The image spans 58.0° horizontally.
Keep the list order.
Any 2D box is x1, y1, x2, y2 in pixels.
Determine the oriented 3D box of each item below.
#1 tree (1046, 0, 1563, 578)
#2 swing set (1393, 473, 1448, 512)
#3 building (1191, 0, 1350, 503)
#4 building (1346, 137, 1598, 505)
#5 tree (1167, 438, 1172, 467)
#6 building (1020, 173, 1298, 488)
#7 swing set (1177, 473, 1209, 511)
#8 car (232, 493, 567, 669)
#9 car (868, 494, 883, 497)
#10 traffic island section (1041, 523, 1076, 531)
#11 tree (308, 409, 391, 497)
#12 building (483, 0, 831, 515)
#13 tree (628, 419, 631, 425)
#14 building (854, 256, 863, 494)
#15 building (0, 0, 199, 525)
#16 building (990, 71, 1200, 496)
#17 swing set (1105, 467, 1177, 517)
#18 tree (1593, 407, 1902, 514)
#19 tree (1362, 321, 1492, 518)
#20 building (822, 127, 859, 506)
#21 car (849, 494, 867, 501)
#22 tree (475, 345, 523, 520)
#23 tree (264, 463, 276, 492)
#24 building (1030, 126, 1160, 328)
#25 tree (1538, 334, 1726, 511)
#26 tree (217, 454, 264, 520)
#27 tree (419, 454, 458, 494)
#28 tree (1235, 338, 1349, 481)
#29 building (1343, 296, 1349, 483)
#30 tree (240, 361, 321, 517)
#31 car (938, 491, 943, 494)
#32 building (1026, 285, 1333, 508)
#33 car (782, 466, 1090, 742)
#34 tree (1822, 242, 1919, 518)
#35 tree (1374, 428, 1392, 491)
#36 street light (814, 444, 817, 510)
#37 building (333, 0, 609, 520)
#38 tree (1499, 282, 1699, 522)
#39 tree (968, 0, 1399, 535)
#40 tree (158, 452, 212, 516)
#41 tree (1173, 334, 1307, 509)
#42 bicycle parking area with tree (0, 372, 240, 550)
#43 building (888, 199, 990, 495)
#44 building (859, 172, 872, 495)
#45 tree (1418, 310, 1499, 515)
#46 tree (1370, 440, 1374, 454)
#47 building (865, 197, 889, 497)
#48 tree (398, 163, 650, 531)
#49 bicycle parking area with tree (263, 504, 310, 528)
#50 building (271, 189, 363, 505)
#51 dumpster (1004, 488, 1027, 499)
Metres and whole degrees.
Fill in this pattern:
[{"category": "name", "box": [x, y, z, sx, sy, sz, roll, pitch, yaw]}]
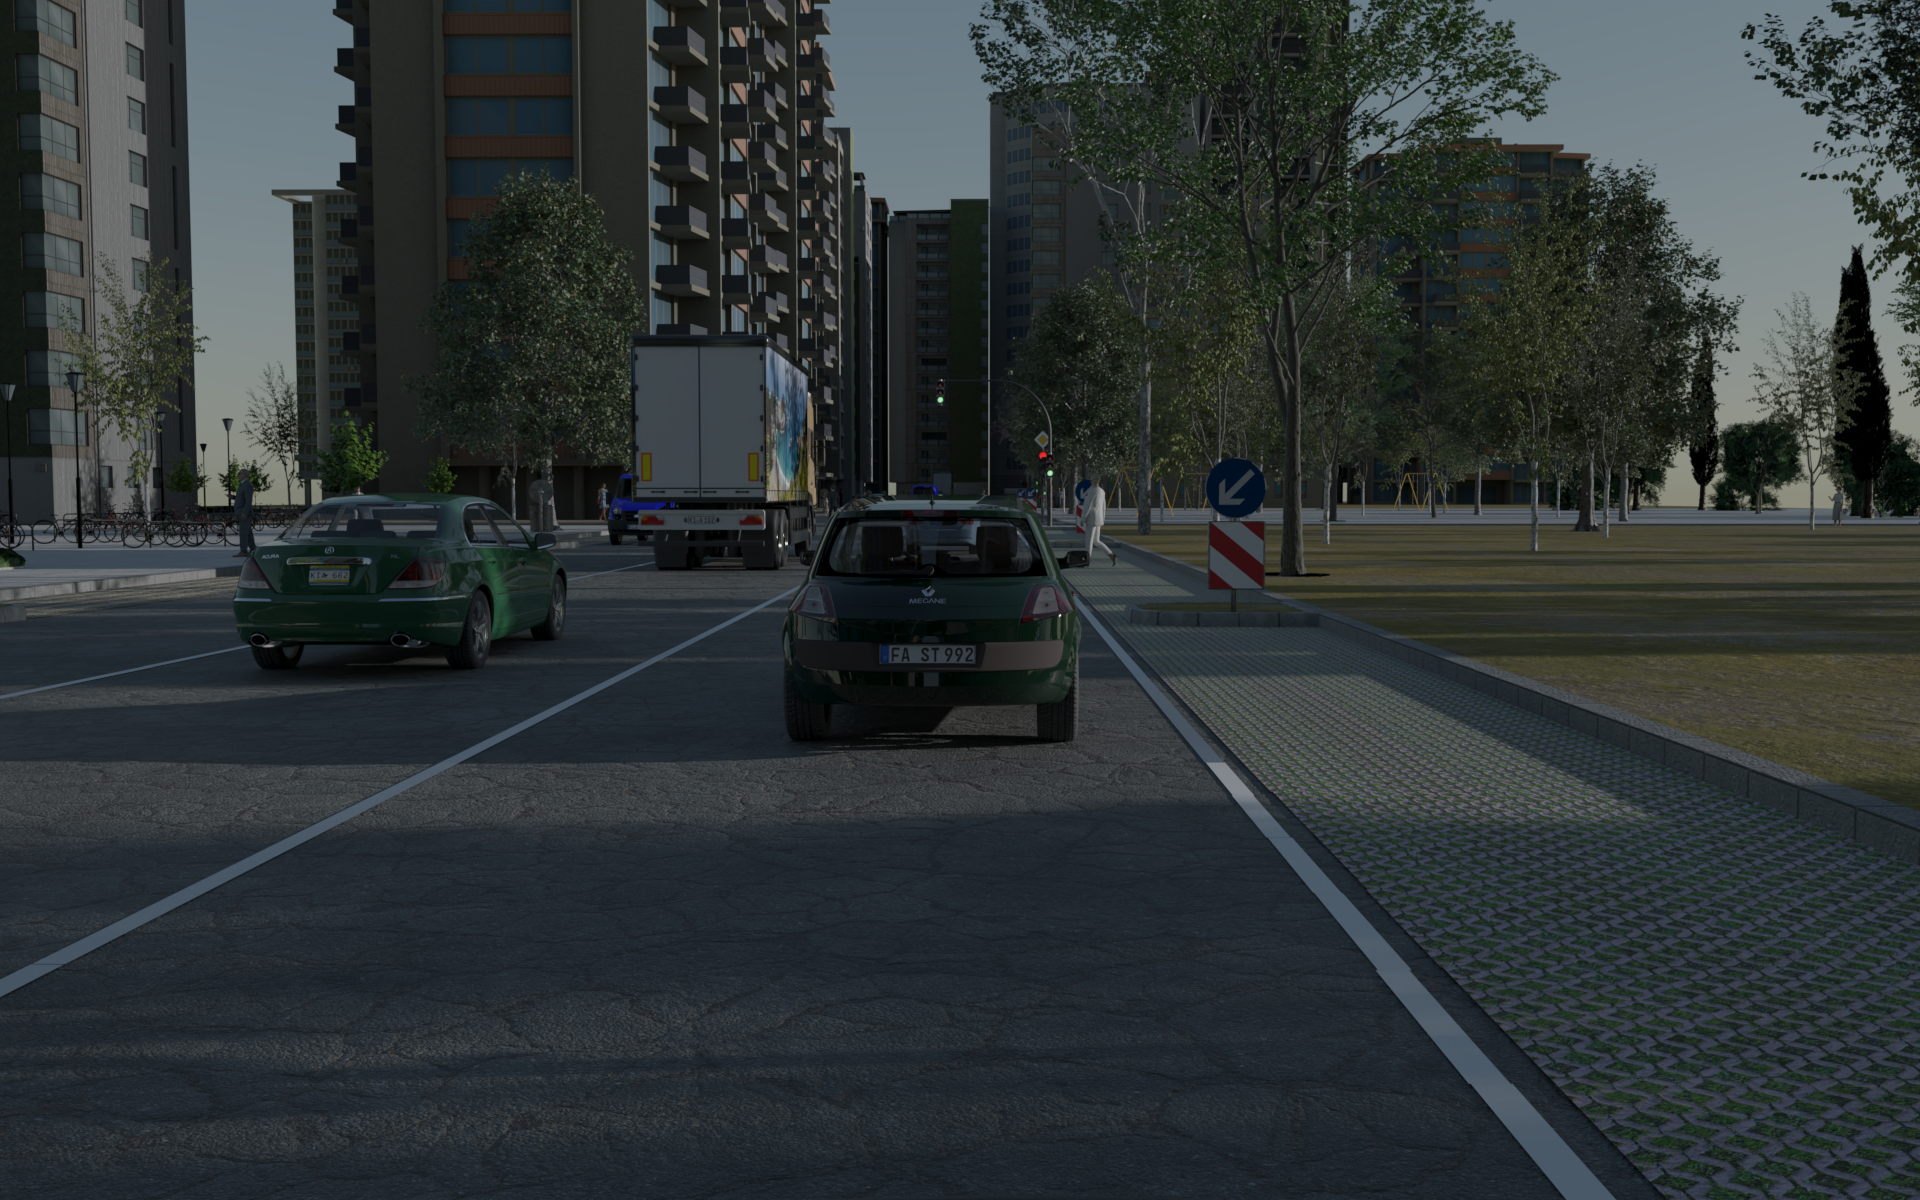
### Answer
[{"category": "tree", "box": [5.040, -6.182, 26.835, 9.928, 11.665, 9.643, 0, 3, 0]}, {"category": "swing set", "box": [34.329, -8.016, 128.689, 2.862, 2.851, 3.119, -2, 4, -32]}, {"category": "building", "box": [43.699, -49.246, 243.426, 20.611, 71.187, 20.563, 0, 4, 1]}, {"category": "building", "box": [63.588, -34.308, 215.564, 28.867, 44.769, 22.147, 0, 4, 1]}, {"category": "tree", "box": [20.411, -12.942, 146.015, 7.601, 10.594, 8.767, 0, 4, 6]}, {"category": "building", "box": [23.715, -31.973, 214.632, 32.217, 40.220, 23.993, 0, 4, 1]}, {"category": "swing set", "box": [17.720, -8.096, 129.990, 3.119, 2.851, 2.862, 3, 5, 42]}, {"category": "car", "box": [-4.842, -0.233, 15.606, 2.131, 1.459, 4.920, 0, 3, 0]}, {"category": "car", "box": [-7.181, -8.393, 149.018, 2.131, 1.459, 4.920, 0, 4, 0]}, {"category": "traffic island section", "box": [3.580, -2.858, 69.005, 2.009, 0.180, 2.903, 0, 4, 1]}, {"category": "tree", "box": [-14.133, -2.764, 39.785, 1.663, 3.219, 1.824, 0, 3, 0]}, {"category": "building", "box": [-21.674, -29.400, 135.312, 22.147, 44.769, 28.867, 0, 4, 1]}, {"category": "tree", "box": [-13.650, -8.007, 81.275, 4.360, 8.622, 3.978, 0, 3, 0]}, {"category": "building", "box": [-18.843, -26.328, 202.162, 14.160, 30.474, 14.107, 0, 4, 1]}, {"category": "building", "box": [-46.159, -18.950, 81.541, 14.107, 30.474, 14.160, 0, 4, 1]}, {"category": "building", "box": [18.342, -42.981, 244.745, 28.212, 58.520, 21.231, 0, 4, 1]}, {"category": "swing set", "box": [10.241, -6.269, 100.120, 2.862, 2.851, 3.119, -3, 4, -36]}, {"category": "tree", "box": [51.819, -9.237, 113.933, 20.602, 7.101, 11.467, -1, 4, -23]}, {"category": "tree", "box": [25.350, -9.731, 93.515, 7.601, 10.594, 8.767, 2, 4, 26]}, {"category": "building", "box": [-18.939, -30.836, 187.764, 14.154, 41.232, 14.086, 0, 4, 1]}, {"category": "car", "box": [-9.739, -9.530, 167.821, 2.014, 1.417, 4.499, 0, 4, 0]}, {"category": "tree", "box": [-20.959, -7.937, 80.130, 4.360, 8.622, 3.978, 0, 3, 0]}, {"category": "tree", "box": [-35.782, -5.692, 87.673, 1.663, 3.219, 1.824, 0, 3, 0]}, {"category": "building", "box": [14.917, -31.300, 195.350, 14.154, 41.232, 14.086, 0, 4, 1]}, {"category": "tree", "box": [54.612, -14.357, 136.555, 18.604, 14.587, 13.155, 0, 3, 0]}, {"category": "tree", "box": [-34.921, -5.421, 83.243, 1.663, 3.219, 1.824, 0, 3, 0]}, {"category": "tree", "box": [-24.730, -5.374, 82.466, 1.663, 3.219, 1.824, 0, 3, 0]}, {"category": "tree", "box": [25.710, -13.870, 133.431, 9.857, 13.997, 8.962, 0, 3, 0]}, {"category": "building", "box": [61.533, -28.736, 241.526, 14.107, 30.474, 14.160, 0, 4, 1]}, {"category": "tree", "box": [-37.097, -8.860, 95.220, 4.360, 8.622, 3.978, 0, 3, 0]}, {"category": "car", "box": [-2.760, -11.488, 196.501, 2.281, 1.827, 5.304, 0, 4, 1]}, {"category": "building", "box": [20.894, -20.145, 174.412, 27.650, 21.520, 28.899, 0, 4, 1]}, {"category": "car", "box": [-0.120, -0.101, 11.439, 2.009, 1.686, 4.222, 0, 4, 2]}, {"category": "tree", "box": [52.835, -11.835, 95.326, 13.155, 14.587, 18.604, 0, 4, 3]}, {"category": "tree", "box": [33.997, -11.260, 134.459, 4.737, 8.622, 4.395, 0, 3, 0]}, {"category": "street light", "box": [-11.526, -10.472, 143.756, 1.470, 5.913, 1.316, 0, 4, 1]}, {"category": "building", "box": [-22.160, -27.098, 97.669, 22.147, 44.769, 28.867, 0, 4, 1]}, {"category": "tree", "box": [30.672, -9.933, 80.537, 7.486, 12.596, 7.792, 0, 3, 0]}, {"category": "tree", "box": [7.084, -12.085, 53.474, 12.611, 20.169, 13.585, 0, 3, 0]}, {"category": "tree", "box": [-35.744, -5.208, 79.747, 1.663, 3.219, 1.824, 0, 3, 0]}, {"category": "tree", "box": [16.570, -10.167, 100.649, 7.601, 10.594, 8.767, 0, 4, 5]}, {"category": "bicycle parking area with tree", "box": [-22.737, -3.398, 42.563, 9.016, 4.147, 8.231, -2, 4, -31]}, {"category": "building", "box": [-2.856, -34.148, 241.917, 14.086, 41.232, 14.154, 0, 4, 1]}, {"category": "building", "box": [-18.391, -32.887, 221.295, 14.086, 41.232, 14.154, 0, 4, 1]}, {"category": "tree", "box": [31.593, -11.423, 104.899, 7.486, 12.596, 7.792, 0, 3, 0]}, {"category": "tree", "box": [23.519, -9.750, 109.776, 4.737, 8.622, 4.395, 0, 3, 0]}, {"category": "building", "box": [-24.521, -36.221, 246.829, 28.867, 44.769, 22.147, 0, 4, 1]}, {"category": "tree", "box": [-14.504, -8.756, 60.167, 9.611, 12.733, 9.660, 0, 3, 0]}, {"category": "bicycle parking area with tree", "box": [-27.618, -4.647, 62.981, 9.016, 4.147, 8.231, 1, 4, 15]}, {"category": "building", "box": [-65.971, -31.823, 212.192, 23.993, 40.220, 32.217, 0, 4, 1]}, {"category": "dumpster", "box": [4.261, -7.582, 132.181, 1.865, 1.857, 1.264, 0, 4, 1]}]
